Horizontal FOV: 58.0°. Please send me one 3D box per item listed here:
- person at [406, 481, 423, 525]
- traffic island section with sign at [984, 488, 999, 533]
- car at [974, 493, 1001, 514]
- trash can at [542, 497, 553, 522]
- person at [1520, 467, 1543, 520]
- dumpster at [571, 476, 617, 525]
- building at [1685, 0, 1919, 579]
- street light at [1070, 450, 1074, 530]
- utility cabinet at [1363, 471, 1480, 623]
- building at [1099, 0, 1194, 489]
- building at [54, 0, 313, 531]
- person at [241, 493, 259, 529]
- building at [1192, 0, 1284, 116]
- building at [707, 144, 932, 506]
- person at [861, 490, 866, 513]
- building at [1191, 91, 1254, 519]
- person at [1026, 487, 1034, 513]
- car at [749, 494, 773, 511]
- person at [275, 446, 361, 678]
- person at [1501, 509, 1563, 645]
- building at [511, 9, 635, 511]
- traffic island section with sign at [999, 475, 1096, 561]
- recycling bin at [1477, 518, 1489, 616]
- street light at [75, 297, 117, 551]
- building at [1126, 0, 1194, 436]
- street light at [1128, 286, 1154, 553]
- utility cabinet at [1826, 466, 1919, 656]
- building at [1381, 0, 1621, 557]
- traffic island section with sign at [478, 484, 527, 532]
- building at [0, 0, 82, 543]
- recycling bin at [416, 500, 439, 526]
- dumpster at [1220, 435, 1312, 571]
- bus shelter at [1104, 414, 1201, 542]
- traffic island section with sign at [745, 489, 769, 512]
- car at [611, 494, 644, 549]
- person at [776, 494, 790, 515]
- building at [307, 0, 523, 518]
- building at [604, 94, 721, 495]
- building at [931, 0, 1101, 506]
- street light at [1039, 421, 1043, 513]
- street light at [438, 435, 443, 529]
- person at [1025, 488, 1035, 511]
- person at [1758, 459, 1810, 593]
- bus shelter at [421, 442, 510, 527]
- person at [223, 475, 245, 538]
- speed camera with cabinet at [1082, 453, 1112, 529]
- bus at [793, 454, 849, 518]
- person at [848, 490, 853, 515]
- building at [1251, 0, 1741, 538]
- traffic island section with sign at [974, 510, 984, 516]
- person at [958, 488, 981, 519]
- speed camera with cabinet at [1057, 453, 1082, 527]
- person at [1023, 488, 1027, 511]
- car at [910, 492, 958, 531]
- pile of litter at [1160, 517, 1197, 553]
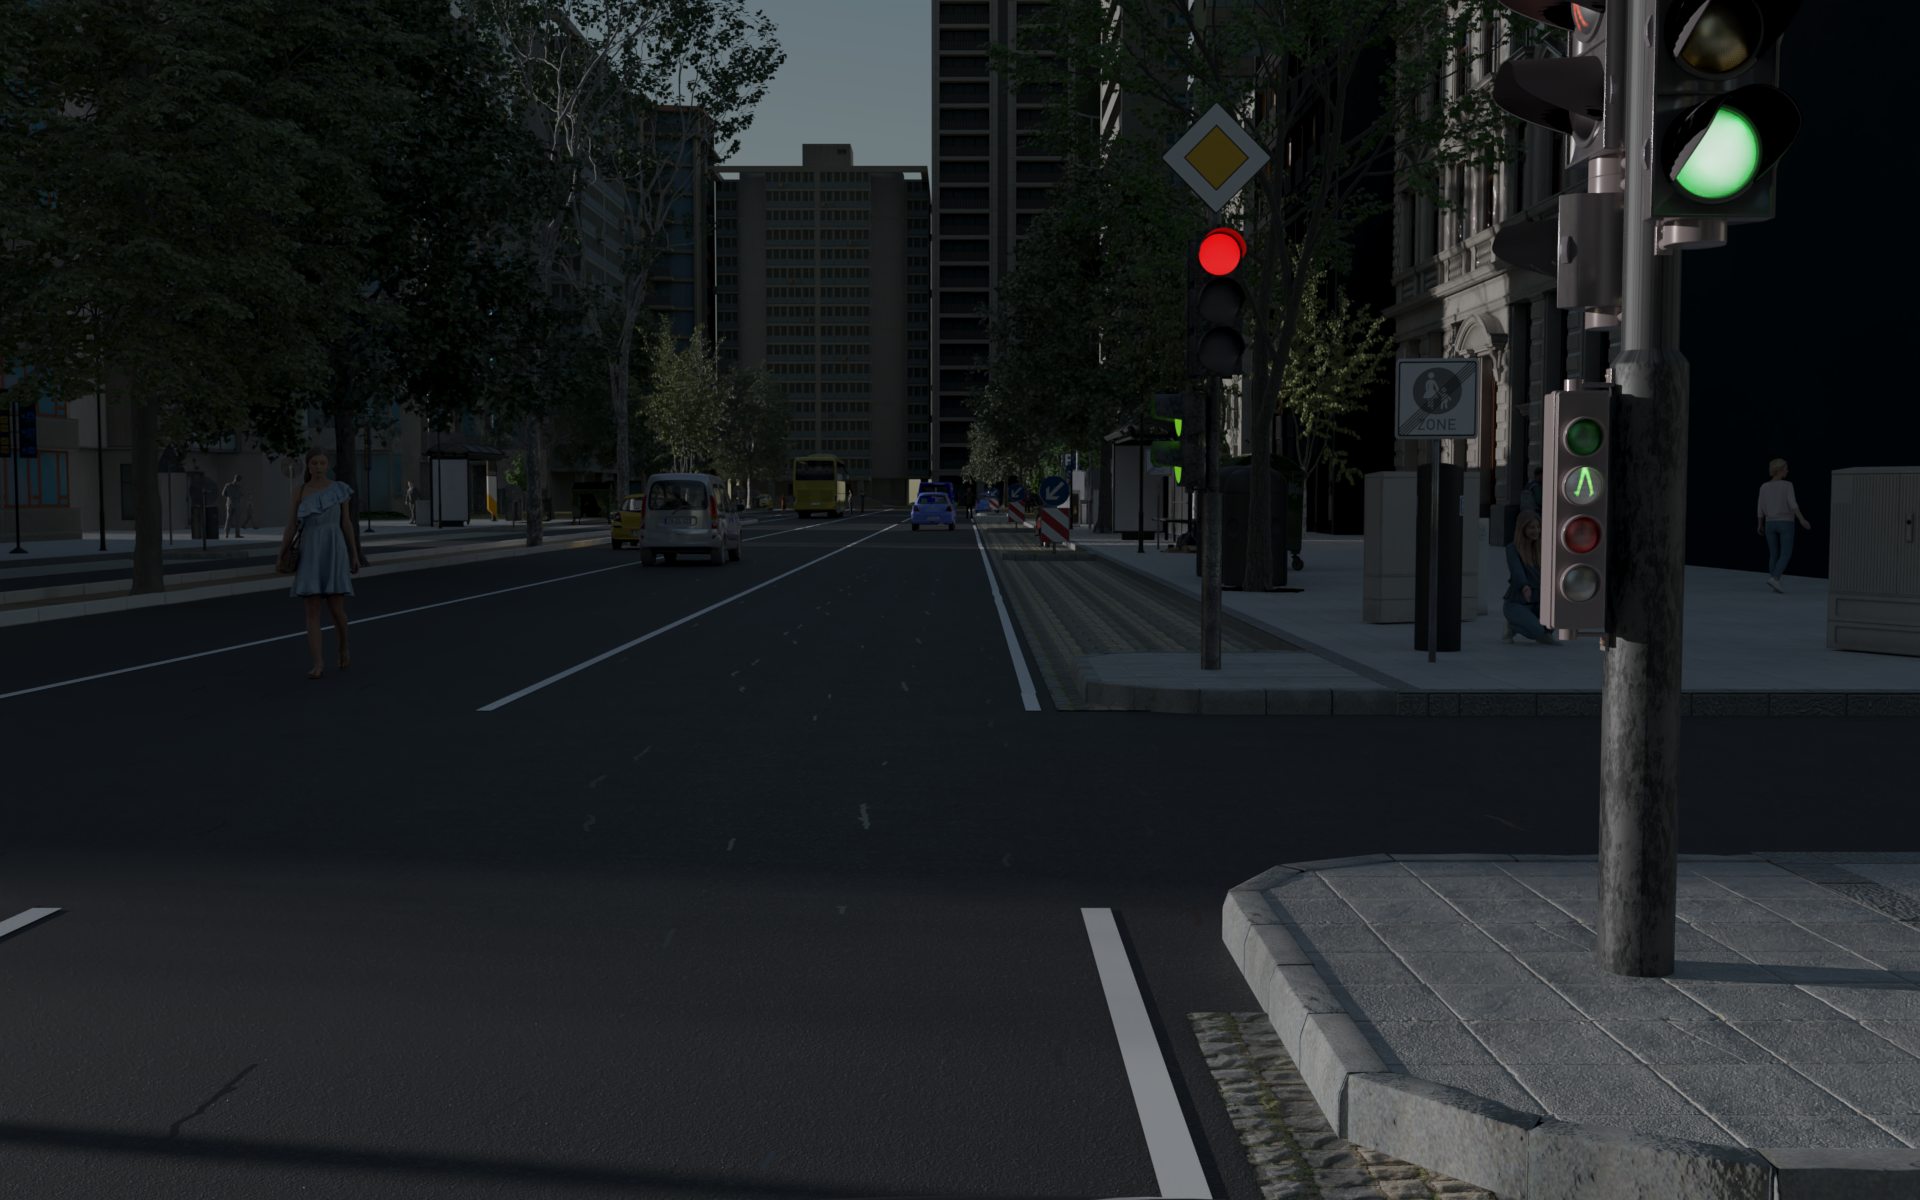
[{"bbox_3d":[-23.064,-4.106,72.955,0.659,1.850,0.755,1,4,19],"label":"person"},{"bbox_3d":[1.983,-3.430,64.707,1.989,1.847,2.006,0,4,0],"label":"traffic island section with sign"},{"bbox_3d":[1.937,-6.927,122.844,1.945,1.707,3.694,0,4,1],"label":"car"},{"bbox_3d":[-19.322,-4.219,80.627,0.748,1.137,0.748,0,3,0],"label":"trash can"},{"bbox_3d":[10.614,-1.568,32.021,0.721,1.781,0.623,-1,4,-21],"label":"person"},{"bbox_3d":[-17.097,-4.643,80.863,1.985,2.255,1.502,0,4,1],"label":"dumpster"},{"bbox_3d":[20.973,-11.987,25.658,15.834,23.373,12.332,0,4,0],"label":"building"},{"bbox_3d":[4.033,-5.490,62.547,0.468,5.910,1.993,0,4,0],"label":"street light"},{"bbox_3d":[4.599,-0.527,17.289,1.173,1.500,0.318,-1,4,-22],"label":"utility cabinet"},{"bbox_3d":[23.166,-31.848,144.416,21.300,48.544,21.600,0,4,0],"label":"building"},{"bbox_3d":[-33.549,-23.209,63.064,14.154,41.232,14.086,0,4,0],"label":"building"},{"bbox_3d":[-25.751,-3.209,62.776,0.640,1.303,0.475,-1,4,-22],"label":"person"},{"bbox_3d":[19.605,-19.830,95.928,14.160,30.474,14.107,0,4,0],"label":"building"},{"bbox_3d":[-14.930,-30.753,194.684,23.993,40.220,32.217,0,4,0],"label":"building"},{"bbox_3d":[-7.392,-7.574,133.132,0.445,1.727,0.742,-3,5,-44],"label":"person"},{"bbox_3d":[16.695,-13.700,78.741,10.420,20.320,16.860,0,4,0],"label":"building"},{"bbox_3d":[4.661,-6.725,116.446,0.683,1.767,0.568,2,4,32],"label":"person"},{"bbox_3d":[-16.971,-8.450,148.386,2.015,1.641,3.980,0,4,-1],"label":"car"},{"bbox_3d":[-5.084,-0.314,13.729,0.616,1.811,0.778,0,4,-5],"label":"person"},{"bbox_3d":[5.000,-0.194,14.707,1.012,1.151,0.738,-1,4,-19],"label":"person"},{"bbox_3d":[-39.798,-27.385,139.620,23.993,40.220,32.217,0,4,0],"label":"building"},{"bbox_3d":[1.916,-1.781,37.752,1.989,1.847,2.006,0,4,0],"label":"traffic island section with sign"},{"bbox_3d":[5.126,-0.361,18.460,0.722,1.027,0.722,-2,4,-30],"label":"recycling bin"},{"bbox_3d":[-19.371,-4.048,38.972,0.468,5.910,1.993,0,4,0],"label":"street light"},{"bbox_3d":[23.987,-49.177,116.719,22.319,86.520,31.000,0,4,0],"label":"building"},{"bbox_3d":[3.944,-3.963,37.581,0.468,5.910,1.993,0,4,0],"label":"street light"},{"bbox_3d":[7.508,-0.309,13.724,0.318,1.500,1.173,-2,4,-28],"label":"utility cabinet"},{"bbox_3d":[17.919,-13.088,42.870,11.050,23.489,19.941,0,4,0],"label":"building"},{"bbox_3d":[-16.947,-3.473,65.407,1.989,1.847,2.006,0,4,0],"label":"traffic island section with sign"},{"bbox_3d":[-38.831,-11.572,34.240,27.650,21.520,28.899,0,4,0],"label":"building"},{"bbox_3d":[-21.600,-3.530,70.272,0.722,1.027,0.722,0,4,4],"label":"recycling bin"},{"bbox_3d":[5.111,-1.662,29.663,1.502,2.255,1.985,0,3,0],"label":"dumpster"},{"bbox_3d":[5.010,-3.154,45.487,2.014,3.302,5.546,0,3,0],"label":"bus shelter"},{"bbox_3d":[-16.749,-8.178,142.331,1.989,1.847,2.006,0,4,0],"label":"traffic island section with sign"},{"bbox_3d":[-8.219,-2.212,46.386,2.015,1.641,3.980,0,4,-1],"label":"car"},{"bbox_3d":[-11.974,-6.473,117.587,1.065,1.426,0.557,-3,4,-39],"label":"person"},{"bbox_3d":[-39.370,-29.540,102.582,23.786,49.044,30.456,0,4,0],"label":"building"},{"bbox_3d":[-41.373,-32.740,189.926,28.867,44.769,22.147,0,4,0],"label":"building"},{"bbox_3d":[7.359,-45.870,188.234,20.611,71.187,20.563,0,4,0],"label":"building"},{"bbox_3d":[4.027,-7.008,87.373,0.468,5.910,1.993,0,4,0],"label":"street light"},{"bbox_3d":[-19.285,-5.585,64.103,0.468,5.910,1.993,0,4,0],"label":"street light"},{"bbox_3d":[5.060,-7.501,129.198,1.217,1.766,0.721,3,5,40],"label":"person"},{"bbox_3d":[10.655,-0.964,22.475,0.598,1.740,0.731,-3,5,-45],"label":"person"},{"bbox_3d":[-19.860,-4.645,69.866,2.014,3.302,5.546,0,4,0],"label":"bus shelter"},{"bbox_3d":[-21.250,-2.743,50.690,0.655,1.846,0.447,0,4,-3],"label":"person"},{"bbox_3d":[5.112,-4.198,62.979,0.660,3.252,2.038,-1,4,-10],"label":"speed camera with cabinet"},{"bbox_3d":[-8.455,-6.972,105.534,2.896,3.916,12.252,0,4,-1],"label":"bus"},{"bbox_3d":[-7.432,-6.573,116.686,0.721,1.735,1.217,0,4,-1],"label":"person"},{"bbox_3d":[17.806,-14.157,61.152,12.332,23.373,15.834,0,4,0],"label":"building"},{"bbox_3d":[2.109,-6.472,114.451,1.989,1.847,2.006,0,4,0],"label":"traffic island section with sign"},{"bbox_3d":[0.545,-5.600,100.202,1.348,1.807,0.705,0,4,-8],"label":"person"},{"bbox_3d":[4.478,-4.480,67.587,0.660,3.252,2.038,2,4,28],"label":"speed camera with cabinet"},{"bbox_3d":[4.998,-7.791,134.106,1.217,1.739,0.721,-1,4,-21],"label":"person"},{"bbox_3d":[-1.042,-3.634,69.011,1.945,1.707,3.694,0,4,1],"label":"car"},{"bbox_3d":[5.262,-1.459,37.816,1.719,0.858,1.176,2,4,33],"label":"pile of litter"}]
